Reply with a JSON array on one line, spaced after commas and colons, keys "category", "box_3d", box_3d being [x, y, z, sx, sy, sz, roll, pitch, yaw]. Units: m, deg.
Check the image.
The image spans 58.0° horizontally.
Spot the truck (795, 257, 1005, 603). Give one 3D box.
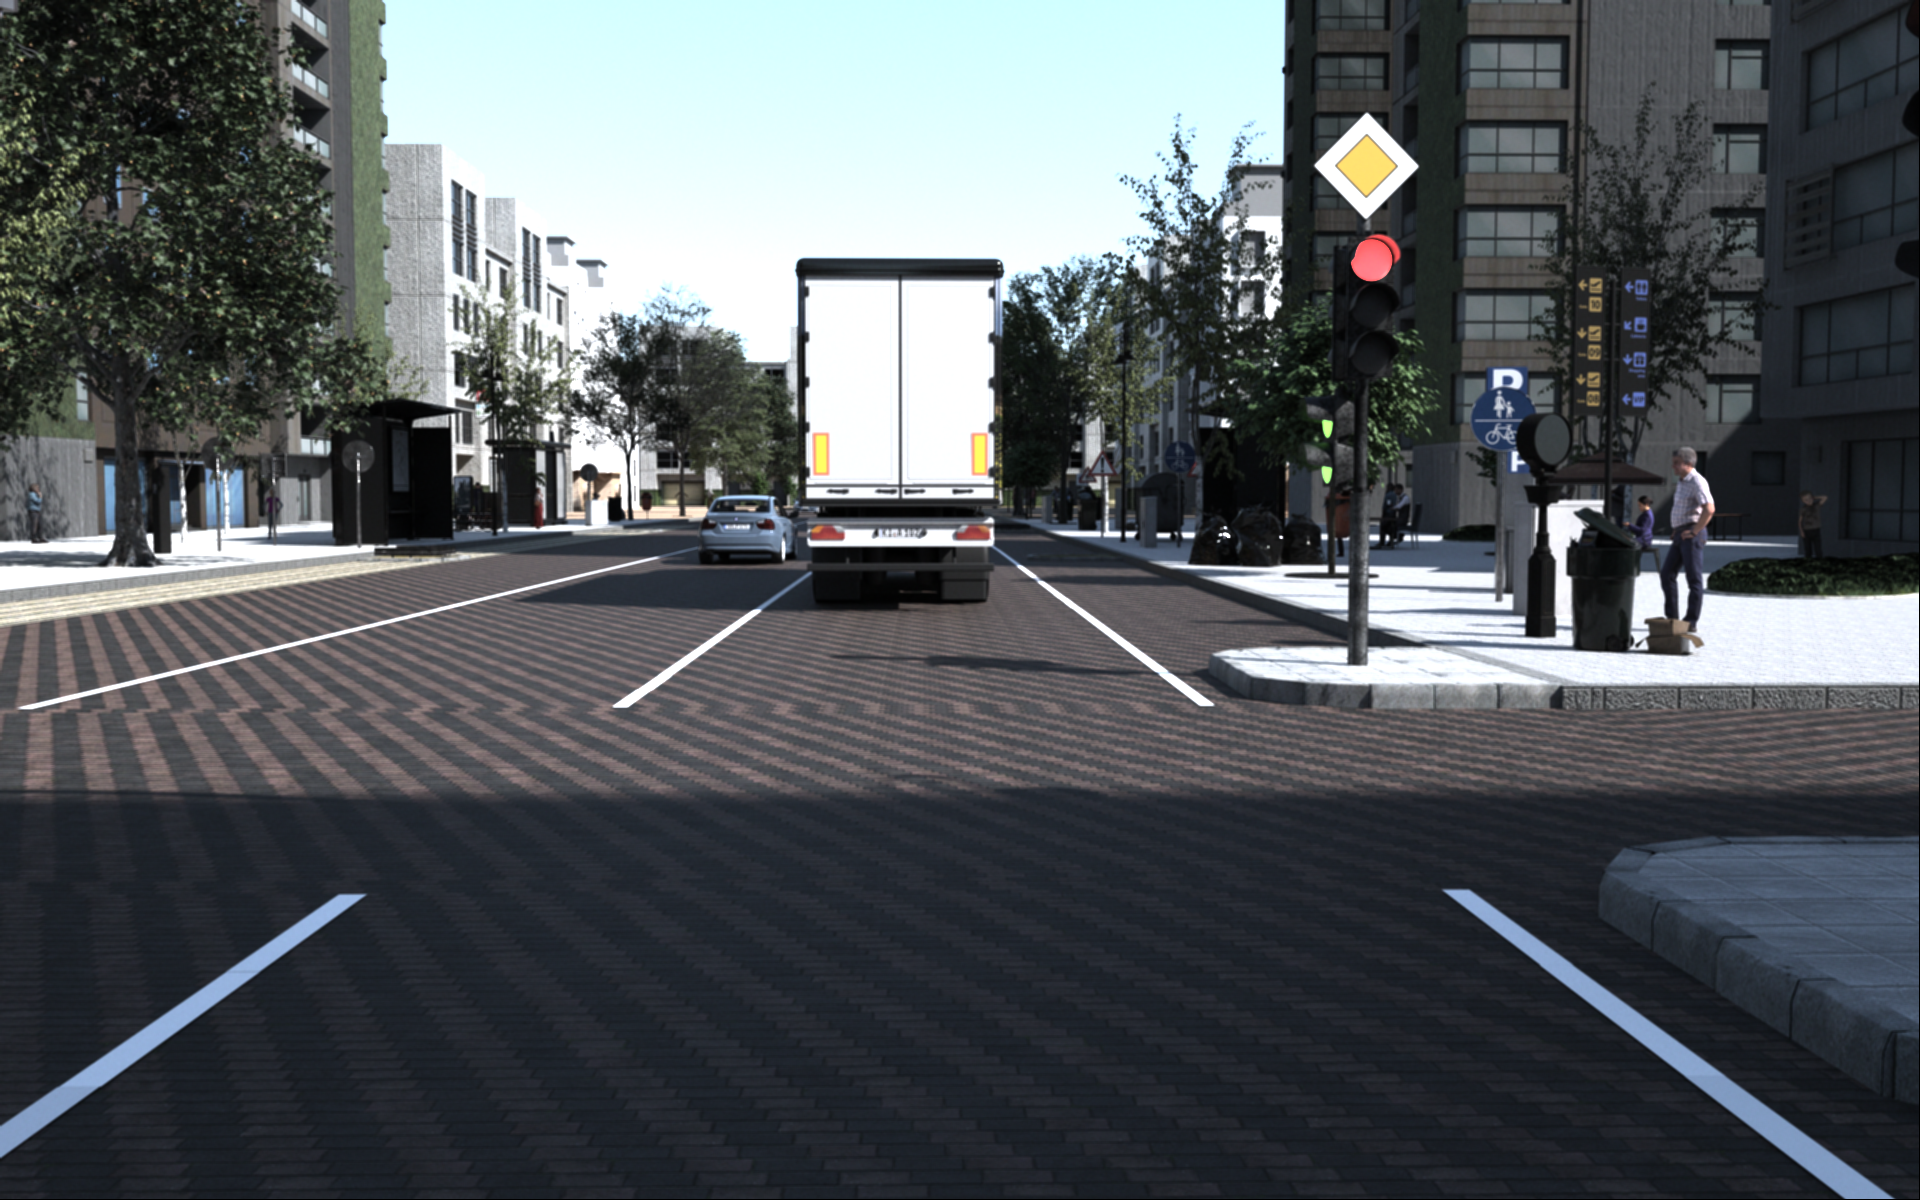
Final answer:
[{"category": "truck", "box_3d": [-0.893, -2.280, 26.186, 2.839, 4.237, 11.283, 0, 4, -2]}]

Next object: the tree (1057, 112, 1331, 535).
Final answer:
[{"category": "tree", "box_3d": [4.995, -5.129, 34.225, 4.737, 8.622, 4.395, 0, 3, 0]}]

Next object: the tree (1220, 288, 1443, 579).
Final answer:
[{"category": "tree", "box_3d": [5.853, -2.633, 26.760, 4.285, 4.588, 4.351, 0, 3, 0]}]

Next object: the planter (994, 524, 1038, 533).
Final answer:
[{"category": "planter", "box_3d": [1.881, -2.679, 64.936, 1.991, 0.319, 1.994, 0, 4, -1]}]

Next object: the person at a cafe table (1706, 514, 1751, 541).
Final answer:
[{"category": "person at a cafe table", "box_3d": [20.659, -2.403, 47.799, 1.698, 1.524, 1.622, -3, 5, -43]}]

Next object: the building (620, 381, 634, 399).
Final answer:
[{"category": "building", "box_3d": [-49.557, -19.791, 190.035, 31.486, 18.905, 16.747, 0, 4, -1]}]

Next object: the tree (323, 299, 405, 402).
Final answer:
[{"category": "tree", "box_3d": [-22.345, -7.013, 65.029, 4.737, 8.622, 4.395, 0, 3, 0]}]

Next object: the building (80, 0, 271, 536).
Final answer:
[{"category": "building", "box_3d": [-33.143, -24.939, 57.866, 14.600, 45.320, 14.200, 0, 4, -1]}]

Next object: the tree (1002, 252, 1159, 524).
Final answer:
[{"category": "tree", "box_3d": [4.571, -9.042, 73.593, 9.928, 11.665, 9.643, 0, 3, 0]}]

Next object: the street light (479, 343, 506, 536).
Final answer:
[{"category": "street light", "box_3d": [-14.366, -4.925, 53.318, 0.468, 5.910, 1.993, 0, 4, -1]}]

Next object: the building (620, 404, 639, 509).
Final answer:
[{"category": "building", "box_3d": [-42.170, -12.597, 148.115, 28.070, 9.664, 9.099, 0, 4, -1]}]

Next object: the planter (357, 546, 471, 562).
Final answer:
[{"category": "planter", "box_3d": [-11.684, -0.991, 37.351, 1.991, 0.319, 1.994, 0, 4, -1]}]

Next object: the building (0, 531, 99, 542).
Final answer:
[{"category": "building", "box_3d": [-32.686, -22.022, 43.660, 14.154, 41.232, 14.086, 0, 4, -1]}]

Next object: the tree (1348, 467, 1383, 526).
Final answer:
[{"category": "tree", "box_3d": [16.217, -4.620, 70.136, 1.663, 3.219, 1.824, 0, 3, 0]}]

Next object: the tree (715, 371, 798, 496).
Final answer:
[{"category": "tree", "box_3d": [-17.745, -14.825, 159.404, 9.611, 12.733, 9.660, 0, 3, 0]}]

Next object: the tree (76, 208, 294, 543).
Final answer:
[{"category": "tree", "box_3d": [-20.209, -5.764, 44.606, 4.360, 8.622, 3.978, 0, 3, 0]}]

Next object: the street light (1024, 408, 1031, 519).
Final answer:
[{"category": "street light", "box_3d": [3.382, -7.002, 87.274, 0.468, 5.910, 1.993, 0, 4, -1]}]

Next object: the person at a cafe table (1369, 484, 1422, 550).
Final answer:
[{"category": "person at a cafe table", "box_3d": [9.942, -1.956, 40.503, 1.622, 1.524, 1.698, 0, 4, -2]}]

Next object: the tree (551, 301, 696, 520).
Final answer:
[{"category": "tree", "box_3d": [-16.438, -9.179, 84.493, 7.601, 10.594, 8.767, -3, 5, -40]}]

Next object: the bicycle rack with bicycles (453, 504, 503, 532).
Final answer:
[{"category": "bicycle rack with bicycles", "box_3d": [-17.021, -2.836, 59.758, 2.925, 0.926, 2.852, -2, 4, -26]}]

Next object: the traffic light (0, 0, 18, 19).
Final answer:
[{"category": "traffic light", "box_3d": [-9.340, -2.323, 12.651, 4.771, 5.953, 1.251, 0, 4, -1]}]

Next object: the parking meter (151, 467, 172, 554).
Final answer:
[{"category": "parking meter", "box_3d": [-17.208, -1.933, 37.317, 0.399, 1.863, 0.255, 3, 5, 43]}]

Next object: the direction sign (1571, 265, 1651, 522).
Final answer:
[{"category": "direction sign", "box_3d": [6.504, -1.551, 17.355, 0.876, 3.537, 0.379, -1, 4, -17]}]

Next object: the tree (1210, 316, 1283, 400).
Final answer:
[{"category": "tree", "box_3d": [12.420, -7.438, 71.967, 4.360, 8.622, 3.978, 0, 3, 0]}]

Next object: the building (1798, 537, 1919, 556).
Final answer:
[{"category": "building", "box_3d": [23.809, -21.103, 28.636, 14.086, 41.232, 14.154, 0, 4, -1]}]

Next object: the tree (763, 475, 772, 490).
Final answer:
[{"category": "tree", "box_3d": [-17.287, -9.501, 149.940, 1.663, 3.219, 1.824, 0, 3, 0]}]

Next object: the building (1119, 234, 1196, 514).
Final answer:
[{"category": "building", "box_3d": [22.020, -15.925, 126.829, 16.747, 18.905, 31.486, 0, 4, -1]}]

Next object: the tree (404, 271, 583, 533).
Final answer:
[{"category": "tree", "box_3d": [-14.921, -6.542, 57.318, 4.737, 8.622, 4.395, 0, 3, 0]}]

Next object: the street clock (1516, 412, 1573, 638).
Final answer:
[{"category": "street clock", "box_3d": [5.217, -0.669, 15.505, 0.471, 2.002, 0.358, -2, 4, -27]}]

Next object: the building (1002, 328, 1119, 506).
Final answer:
[{"category": "building", "box_3d": [13.403, -19.864, 191.229, 31.486, 18.905, 16.747, 0, 4, -1]}]

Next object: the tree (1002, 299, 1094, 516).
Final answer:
[{"category": "tree", "box_3d": [3.417, -11.276, 101.373, 9.611, 12.733, 9.660, 0, 3, 0]}]

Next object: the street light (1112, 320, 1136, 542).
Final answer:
[{"category": "street light", "box_3d": [4.372, -4.492, 46.230, 0.468, 5.910, 1.993, 0, 4, -1]}]

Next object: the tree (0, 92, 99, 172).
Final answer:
[{"category": "tree", "box_3d": [-14.085, -4.437, 22.903, 4.737, 8.622, 4.395, 0, 3, 0]}]

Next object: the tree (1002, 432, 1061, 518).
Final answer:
[{"category": "tree", "box_3d": [3.865, -6.653, 92.493, 4.285, 4.588, 4.351, 0, 3, 0]}]

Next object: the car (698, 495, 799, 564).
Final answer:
[{"category": "car", "box_3d": [-4.488, -1.522, 36.895, 2.014, 1.417, 4.499, 0, 3, 0]}]

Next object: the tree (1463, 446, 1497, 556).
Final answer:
[{"category": "tree", "box_3d": [11.546, -2.539, 36.110, 1.663, 3.219, 1.824, 0, 3, 0]}]

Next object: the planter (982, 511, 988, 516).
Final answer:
[{"category": "planter", "box_3d": [0.824, -5.731, 114.838, 1.991, 0.319, 1.994, 0, 4, -1]}]

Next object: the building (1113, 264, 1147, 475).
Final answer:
[{"category": "building", "box_3d": [21.381, -17.844, 148.176, 16.016, 20.091, 11.380, 0, 4, -1]}]

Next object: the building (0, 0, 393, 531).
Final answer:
[{"category": "building", "box_3d": [-33.044, -23.765, 72.151, 14.154, 41.232, 14.086, 0, 4, -1]}]

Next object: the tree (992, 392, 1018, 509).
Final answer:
[{"category": "tree", "box_3d": [3.152, -14.387, 153.355, 7.486, 12.596, 7.792, 0, 3, 0]}]

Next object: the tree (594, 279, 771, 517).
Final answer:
[{"category": "tree", "box_3d": [-15.949, -11.528, 98.856, 12.009, 13.543, 11.850, 0, 3, 0]}]

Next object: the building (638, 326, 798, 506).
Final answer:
[{"category": "building", "box_3d": [-18.073, -19.814, 190.423, 31.486, 18.905, 16.747, 0, 4, -1]}]

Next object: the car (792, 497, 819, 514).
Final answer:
[{"category": "car", "box_3d": [-11.196, -6.996, 126.393, 2.014, 1.417, 4.499, 0, 4, -2]}]

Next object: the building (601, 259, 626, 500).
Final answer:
[{"category": "building", "box_3d": [-35.234, -17.164, 137.047, 16.016, 20.091, 11.380, 0, 4, -1]}]

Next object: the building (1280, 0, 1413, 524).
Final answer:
[{"category": "building", "box_3d": [22.137, -18.937, 81.322, 14.160, 30.474, 14.107, 0, 4, -1]}]

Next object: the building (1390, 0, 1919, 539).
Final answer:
[{"category": "building", "box_3d": [22.160, -22.951, 58.838, 14.154, 41.232, 14.086, 0, 4, -1]}]

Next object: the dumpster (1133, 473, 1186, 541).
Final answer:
[{"category": "dumpster", "box_3d": [5.473, -2.549, 47.441, 1.264, 1.857, 1.865, 0, 4, -1]}]

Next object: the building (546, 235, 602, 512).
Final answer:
[{"category": "building", "box_3d": [-35.122, -16.401, 124.569, 16.016, 20.091, 11.380, 0, 4, -1]}]

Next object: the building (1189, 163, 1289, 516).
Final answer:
[{"category": "building", "box_3d": [22.257, -15.211, 105.124, 16.016, 20.091, 11.380, 0, 4, -1]}]

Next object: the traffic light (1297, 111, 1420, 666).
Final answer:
[{"category": "traffic light", "box_3d": [2.968, -1.466, 12.895, 0.839, 4.253, 0.868, 0, 4, -1]}]

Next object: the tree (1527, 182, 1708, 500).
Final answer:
[{"category": "tree", "box_3d": [15.621, -5.606, 42.014, 4.737, 8.622, 4.395, 0, 3, 0]}]

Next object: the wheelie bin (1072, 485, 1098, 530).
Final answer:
[{"category": "wheelie bin", "box_3d": [4.523, -3.291, 61.713, 0.693, 1.594, 0.980, -1, 4, -10]}]

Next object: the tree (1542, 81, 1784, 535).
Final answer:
[{"category": "tree", "box_3d": [12.616, -4.995, 32.031, 4.360, 8.622, 3.978, 0, 3, 0]}]

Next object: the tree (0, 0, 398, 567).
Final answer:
[{"category": "tree", "box_3d": [-14.901, -6.940, 30.474, 9.611, 12.733, 9.660, 0, 3, 0]}]

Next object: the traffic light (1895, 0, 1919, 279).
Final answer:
[{"category": "traffic light", "box_3d": [1.050, -1.838, 4.726, 4.771, 5.953, 1.251, 0, 4, -1]}]

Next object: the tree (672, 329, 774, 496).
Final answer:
[{"category": "tree", "box_3d": [-16.656, -12.330, 119.730, 7.486, 12.596, 7.792, 0, 3, 0]}]

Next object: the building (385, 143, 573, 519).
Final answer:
[{"category": "building", "box_3d": [-34.770, -14.481, 103.216, 16.747, 18.905, 31.486, 0, 4, -1]}]

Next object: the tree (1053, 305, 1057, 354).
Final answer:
[{"category": "tree", "box_3d": [5.021, -6.513, 56.856, 4.737, 8.622, 4.395, 0, 3, 0]}]

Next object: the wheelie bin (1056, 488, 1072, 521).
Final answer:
[{"category": "wheelie bin", "box_3d": [5.081, -4.630, 83.602, 0.693, 1.594, 0.980, -3, 5, -44]}]
